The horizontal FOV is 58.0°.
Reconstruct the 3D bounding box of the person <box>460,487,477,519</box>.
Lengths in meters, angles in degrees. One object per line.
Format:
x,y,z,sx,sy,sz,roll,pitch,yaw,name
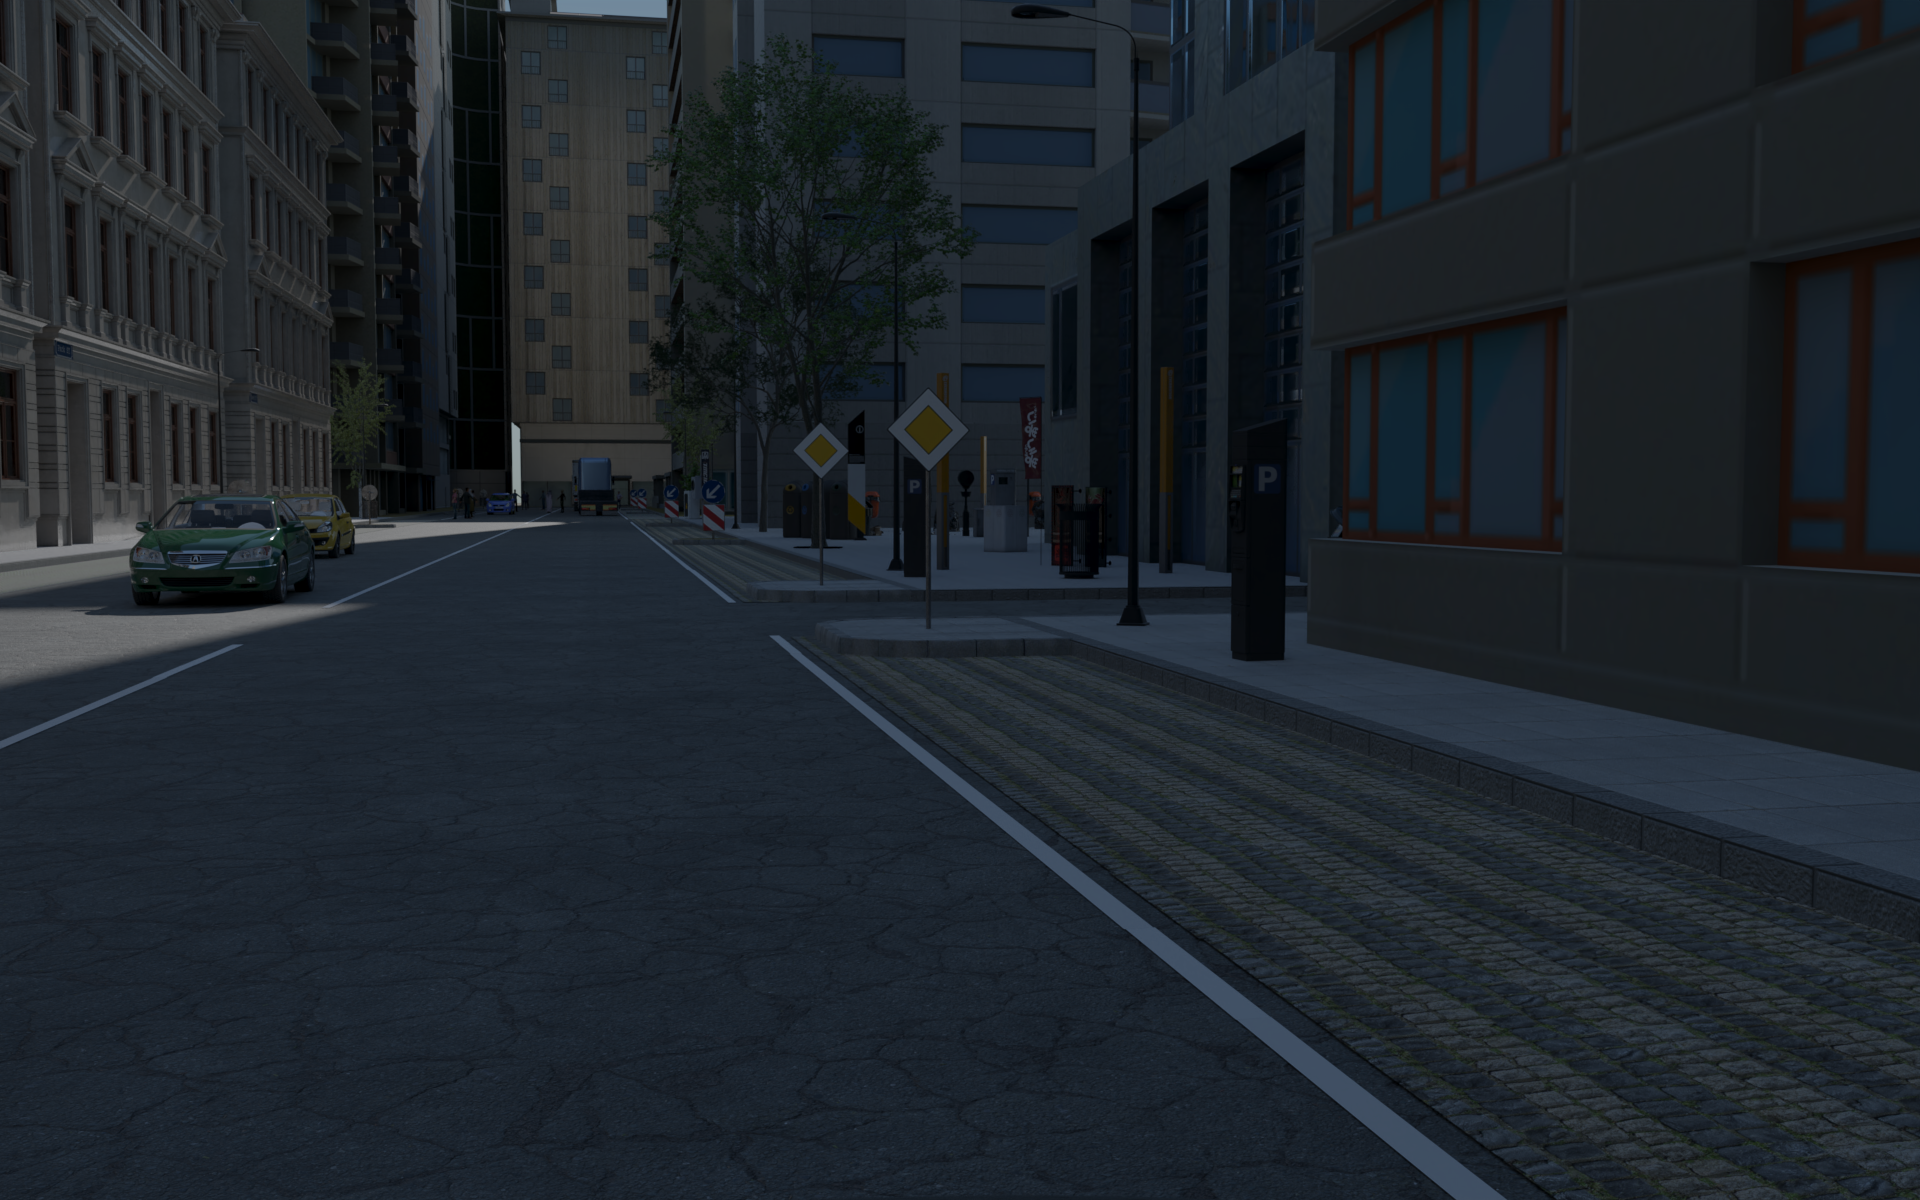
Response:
-28.666,-5.645,100.825,1.348,1.821,0.705,2,4,29,person

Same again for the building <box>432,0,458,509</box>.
-58.760,-34.401,151.693,27.495,52.752,28.713,-1,4,-12,building

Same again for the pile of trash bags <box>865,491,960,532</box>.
-1.663,-3.055,59.704,3.447,1.369,1.912,0,4,6,pile of trash bags

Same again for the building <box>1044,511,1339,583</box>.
18.026,-44.220,35.664,31.000,86.520,22.319,-1,4,-12,building

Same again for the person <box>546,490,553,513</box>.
-30.643,-7.348,129.311,0.551,1.740,0.621,0,4,-2,person

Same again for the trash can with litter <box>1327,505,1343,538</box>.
4.173,-0.366,17.371,0.624,1.170,1.055,-2,4,-27,trash can with litter

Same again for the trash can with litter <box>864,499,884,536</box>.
-2.854,-2.554,53.150,0.624,1.170,1.055,2,4,35,trash can with litter

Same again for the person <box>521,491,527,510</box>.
-39.109,-8.934,155.483,0.541,1.710,0.530,0,4,-8,person

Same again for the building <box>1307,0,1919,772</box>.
19.477,-9.657,2.939,27.650,21.520,28.899,-1,4,-12,building

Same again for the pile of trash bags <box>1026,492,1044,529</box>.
3.461,-3.320,64.034,1.912,1.369,3.447,-2,4,-29,pile of trash bags

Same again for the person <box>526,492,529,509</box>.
-42.812,-9.867,171.293,0.415,1.643,0.593,-1,4,-17,person

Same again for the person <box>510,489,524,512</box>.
-35.879,-8.026,139.718,1.348,1.826,0.705,-2,4,-35,person

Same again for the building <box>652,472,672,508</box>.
-12.804,-28.870,163.913,32.217,40.220,23.993,-1,4,-12,building

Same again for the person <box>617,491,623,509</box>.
-32.014,-9.358,162.433,0.756,1.711,0.436,3,5,43,person

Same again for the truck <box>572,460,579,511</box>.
-31.676,-9.706,147.602,2.839,4.237,11.283,-1,4,-12,truck

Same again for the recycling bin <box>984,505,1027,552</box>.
1.012,-1.586,38.486,0.722,1.027,0.722,-3,5,-40,recycling bin

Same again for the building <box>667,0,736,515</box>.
-8.447,-30.161,116.830,21.300,48.544,21.600,-1,4,-12,building

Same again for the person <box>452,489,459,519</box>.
-28.773,-5.451,98.348,0.721,1.743,1.217,-1,4,-14,person

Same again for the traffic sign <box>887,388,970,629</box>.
-0.303,-0.782,16.431,0.795,2.450,0.064,-1,4,-12,traffic sign

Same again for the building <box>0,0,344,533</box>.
-32.846,-14.385,71.356,11.583,22.565,21.152,-1,4,-12,building

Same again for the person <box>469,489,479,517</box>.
-30.052,-5.955,106.597,0.721,1.736,1.217,1,4,22,person

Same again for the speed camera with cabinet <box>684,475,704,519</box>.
-13.501,-5.733,88.068,0.660,3.252,2.038,-2,4,-24,speed camera with cabinet

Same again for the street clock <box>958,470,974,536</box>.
0.181,-2.942,52.676,0.471,2.002,0.358,-1,4,-13,street clock

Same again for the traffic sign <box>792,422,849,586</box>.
-1.947,-1.260,24.245,0.795,2.450,0.064,-1,4,-12,traffic sign

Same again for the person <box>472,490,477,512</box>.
-36.593,-7.418,130.486,0.721,1.736,1.217,-3,4,-36,person

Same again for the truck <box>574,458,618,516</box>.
-25.645,-8.098,122.153,2.967,4.110,18.799,-1,4,-13,truck

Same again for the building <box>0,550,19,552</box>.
-24.491,-11.818,29.389,11.583,22.565,21.152,-1,4,-12,building

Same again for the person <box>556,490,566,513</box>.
-30.526,-7.557,132.584,0.721,1.766,1.217,1,4,19,person

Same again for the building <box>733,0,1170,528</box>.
0.220,-32.820,78.600,21.231,58.520,28.212,-1,4,-12,building

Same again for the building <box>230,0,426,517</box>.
-45.401,-27.633,106.422,22.147,44.769,28.867,-1,4,-12,building

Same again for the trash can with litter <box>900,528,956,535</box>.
-1.145,-2.689,55.017,1.678,1.210,2.233,-1,4,-14,trash can with litter

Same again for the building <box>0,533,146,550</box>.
-28.839,-13.082,50.050,11.583,22.565,21.152,-1,4,-12,building

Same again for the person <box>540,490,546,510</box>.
-38.600,-9.282,160.347,0.705,1.814,1.350,-2,4,-34,person

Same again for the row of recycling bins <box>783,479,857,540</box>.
-3.990,-2.618,49.920,1.069,1.692,3.534,-2,4,-35,row of recycling bins

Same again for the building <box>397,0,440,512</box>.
-46.762,-29.266,128.614,14.600,45.320,14.200,-1,4,-12,building
